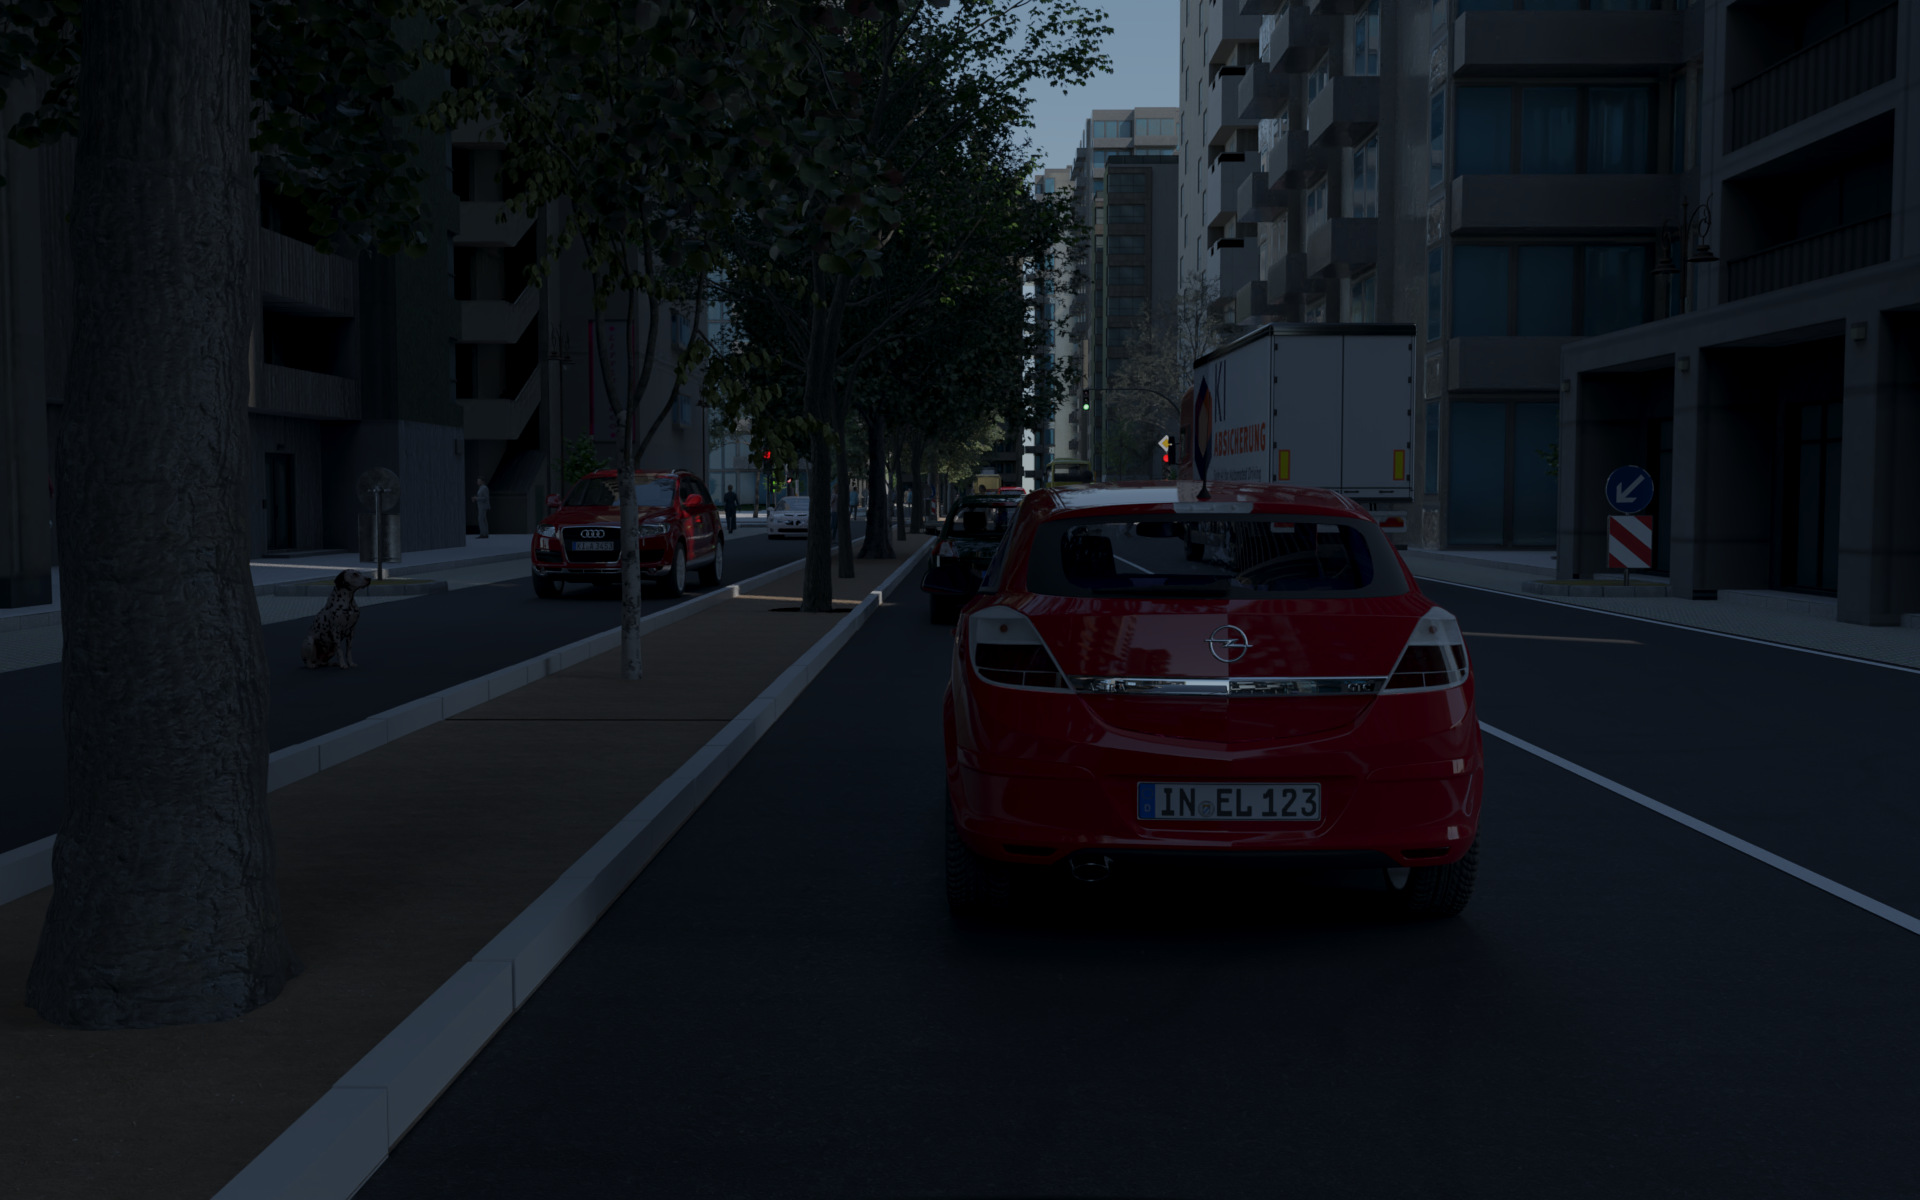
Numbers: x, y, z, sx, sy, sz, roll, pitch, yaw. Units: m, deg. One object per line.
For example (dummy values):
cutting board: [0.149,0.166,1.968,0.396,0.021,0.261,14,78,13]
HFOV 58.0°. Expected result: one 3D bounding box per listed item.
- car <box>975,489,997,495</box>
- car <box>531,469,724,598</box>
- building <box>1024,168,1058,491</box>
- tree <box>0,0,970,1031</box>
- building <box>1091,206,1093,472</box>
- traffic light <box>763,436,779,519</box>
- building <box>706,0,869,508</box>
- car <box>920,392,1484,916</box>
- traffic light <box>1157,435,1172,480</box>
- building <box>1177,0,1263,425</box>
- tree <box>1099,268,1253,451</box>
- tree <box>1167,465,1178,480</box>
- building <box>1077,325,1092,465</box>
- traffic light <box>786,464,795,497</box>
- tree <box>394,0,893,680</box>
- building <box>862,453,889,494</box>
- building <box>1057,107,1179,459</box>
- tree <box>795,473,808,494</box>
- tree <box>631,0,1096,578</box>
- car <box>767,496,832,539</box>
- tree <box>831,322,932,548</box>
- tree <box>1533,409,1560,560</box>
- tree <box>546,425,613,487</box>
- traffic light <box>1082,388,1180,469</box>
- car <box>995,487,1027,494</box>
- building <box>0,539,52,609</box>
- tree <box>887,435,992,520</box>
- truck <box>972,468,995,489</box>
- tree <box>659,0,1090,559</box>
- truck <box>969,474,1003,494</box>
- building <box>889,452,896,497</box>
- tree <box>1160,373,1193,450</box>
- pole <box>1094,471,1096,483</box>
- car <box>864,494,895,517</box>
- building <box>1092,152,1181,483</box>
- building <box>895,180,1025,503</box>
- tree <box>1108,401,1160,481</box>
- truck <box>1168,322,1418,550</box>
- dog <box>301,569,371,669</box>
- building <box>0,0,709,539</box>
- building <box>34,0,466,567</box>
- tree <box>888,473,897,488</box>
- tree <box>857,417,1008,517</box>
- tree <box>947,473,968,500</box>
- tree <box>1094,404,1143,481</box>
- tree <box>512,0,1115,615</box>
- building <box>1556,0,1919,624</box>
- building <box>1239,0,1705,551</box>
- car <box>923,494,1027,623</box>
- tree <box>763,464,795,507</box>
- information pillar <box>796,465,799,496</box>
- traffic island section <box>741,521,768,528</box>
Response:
car: [2.223,-7.230,126.890,2.281,1.827,5.304,0,4,-1]
car: [-4.806,-1.036,25.620,2.281,1.827,5.304,0,4,2]
building: [24.597,-38.631,251.230,30.456,49.044,23.786,0,4,1]
tree: [-2.285,-5.841,4.613,9.857,13.997,8.962,0,3,0]
building: [19.565,-24.177,166.994,14.160,30.474,14.107,0,4,1]
traffic light: [-8.257,-5.244,74.656,0.839,4.253,0.868,0,4,1]
building: [-20.277,-33.819,172.550,23.786,49.044,30.456,0,4,1]
car: [0.881,0.101,7.389,2.155,1.783,4.494,0,4,2]
traffic light: [9.794,-5.721,82.455,0.839,4.253,0.868,0,4,1]
building: [30.113,-32.491,120.468,28.713,52.752,27.495,0,4,1]
tree: [12.533,-11.200,93.497,12.009,13.543,11.850,0,3,0]
tree: [14.270,-7.409,115.736,1.663,3.219,1.824,0,3,0]
building: [27.369,-21.016,188.644,27.650,21.520,28.899,0,4,1]
traffic light: [-6.074,-6.605,82.653,4.771,5.953,1.251,0,4,1]
tree: [-2.490,-3.670,12.832,4.737,8.622,4.395,0,3,0]
building: [-15.488,-31.290,195.192,14.154,41.232,14.086,0,4,1]
building: [25.237,-36.582,217.722,23.786,49.044,30.456,0,4,1]
tree: [-12.525,-8.366,131.382,1.663,3.219,1.824,0,3,0]
tree: [-1.897,-5.660,29.408,8.767,10.594,7.601,0,4,1]
car: [-5.184,-2.694,56.409,2.083,1.381,4.827,0,4,-1]
tree: [-1.884,-5.705,46.094,4.360,8.622,3.978,0,3,0]
tree: [12.110,-2.394,33.737,1.663,3.219,1.824,0,3,0]
tree: [-10.498,-3.310,48.718,1.663,3.219,1.824,0,3,0]
traffic light: [7.611,-6.097,74.353,4.771,5.953,1.251,0,4,1]
car: [2.741,-5.226,94.114,2.281,1.827,5.304,0,4,-1]
building: [-21.358,-23.527,8.368,21.300,48.544,21.600,0,4,1]
tree: [-1.446,-10.710,95.700,7.486,12.596,7.792,0,3,0]
truck: [2.607,-12.214,188.605,2.839,4.237,11.283,0,4,2]
tree: [-1.839,-7.252,38.033,9.611,12.733,9.660,0,3,0]
truck: [2.629,-10.630,169.729,3.469,3.379,9.791,0,4,0]
building: [-19.082,-48.006,223.150,20.611,71.187,20.563,0,4,1]
tree: [14.843,-9.453,104.913,4.360,8.622,3.978,0,3,0]
pole: [12.089,-9.856,154.982,0.158,3.312,0.155,0,3,0]
car: [-5.135,-6.214,111.381,2.009,1.686,4.222,0,3,0]
building: [19.278,-23.159,150.353,14.160,30.474,14.107,0,4,1]
building: [-1.643,-38.371,251.059,21.600,48.544,21.300,0,4,1]
tree: [13.056,-10.661,124.676,4.360,8.622,3.978,0,3,0]
truck: [6.126,-2.753,33.930,2.839,4.237,11.283,0,4,-1]
dog: [-5.237,0.147,14.434,0.513,0.831,0.800,-2,4,-29]
building: [-21.399,-26.834,62.438,21.600,48.544,21.300,0,4,1]
building: [-19.192,-16.086,34.703,14.160,30.474,14.107,0,4,1]
tree: [-9.071,-13.674,207.280,4.285,4.588,4.351,0,3,0]
tree: [-1.281,-11.810,105.918,12.009,13.543,11.850,0,3,0]
tree: [-0.969,-11.243,136.639,4.737,8.622,4.395,0,3,0]
tree: [12.884,-11.479,138.049,4.737,8.622,4.395,0,3,0]
tree: [-1.620,-5.646,20.524,9.928,11.665,9.643,0,3,0]
building: [19.955,-35.343,16.104,20.563,71.187,20.611,0,4,1]
building: [20.475,-26.339,50.247,23.786,49.044,30.456,0,4,1]
car: [0.544,-0.658,20.547,2.009,1.686,4.222,0,4,1]
tree: [-11.423,-6.856,106.701,1.663,3.219,1.824,0,3,0]
information pillar: [-9.533,-6.736,101.483,0.183,3.616,0.504,0,4,7]
traffic island section: [-8.297,-3.212,74.792,2.009,0.180,2.903,0,4,1]
